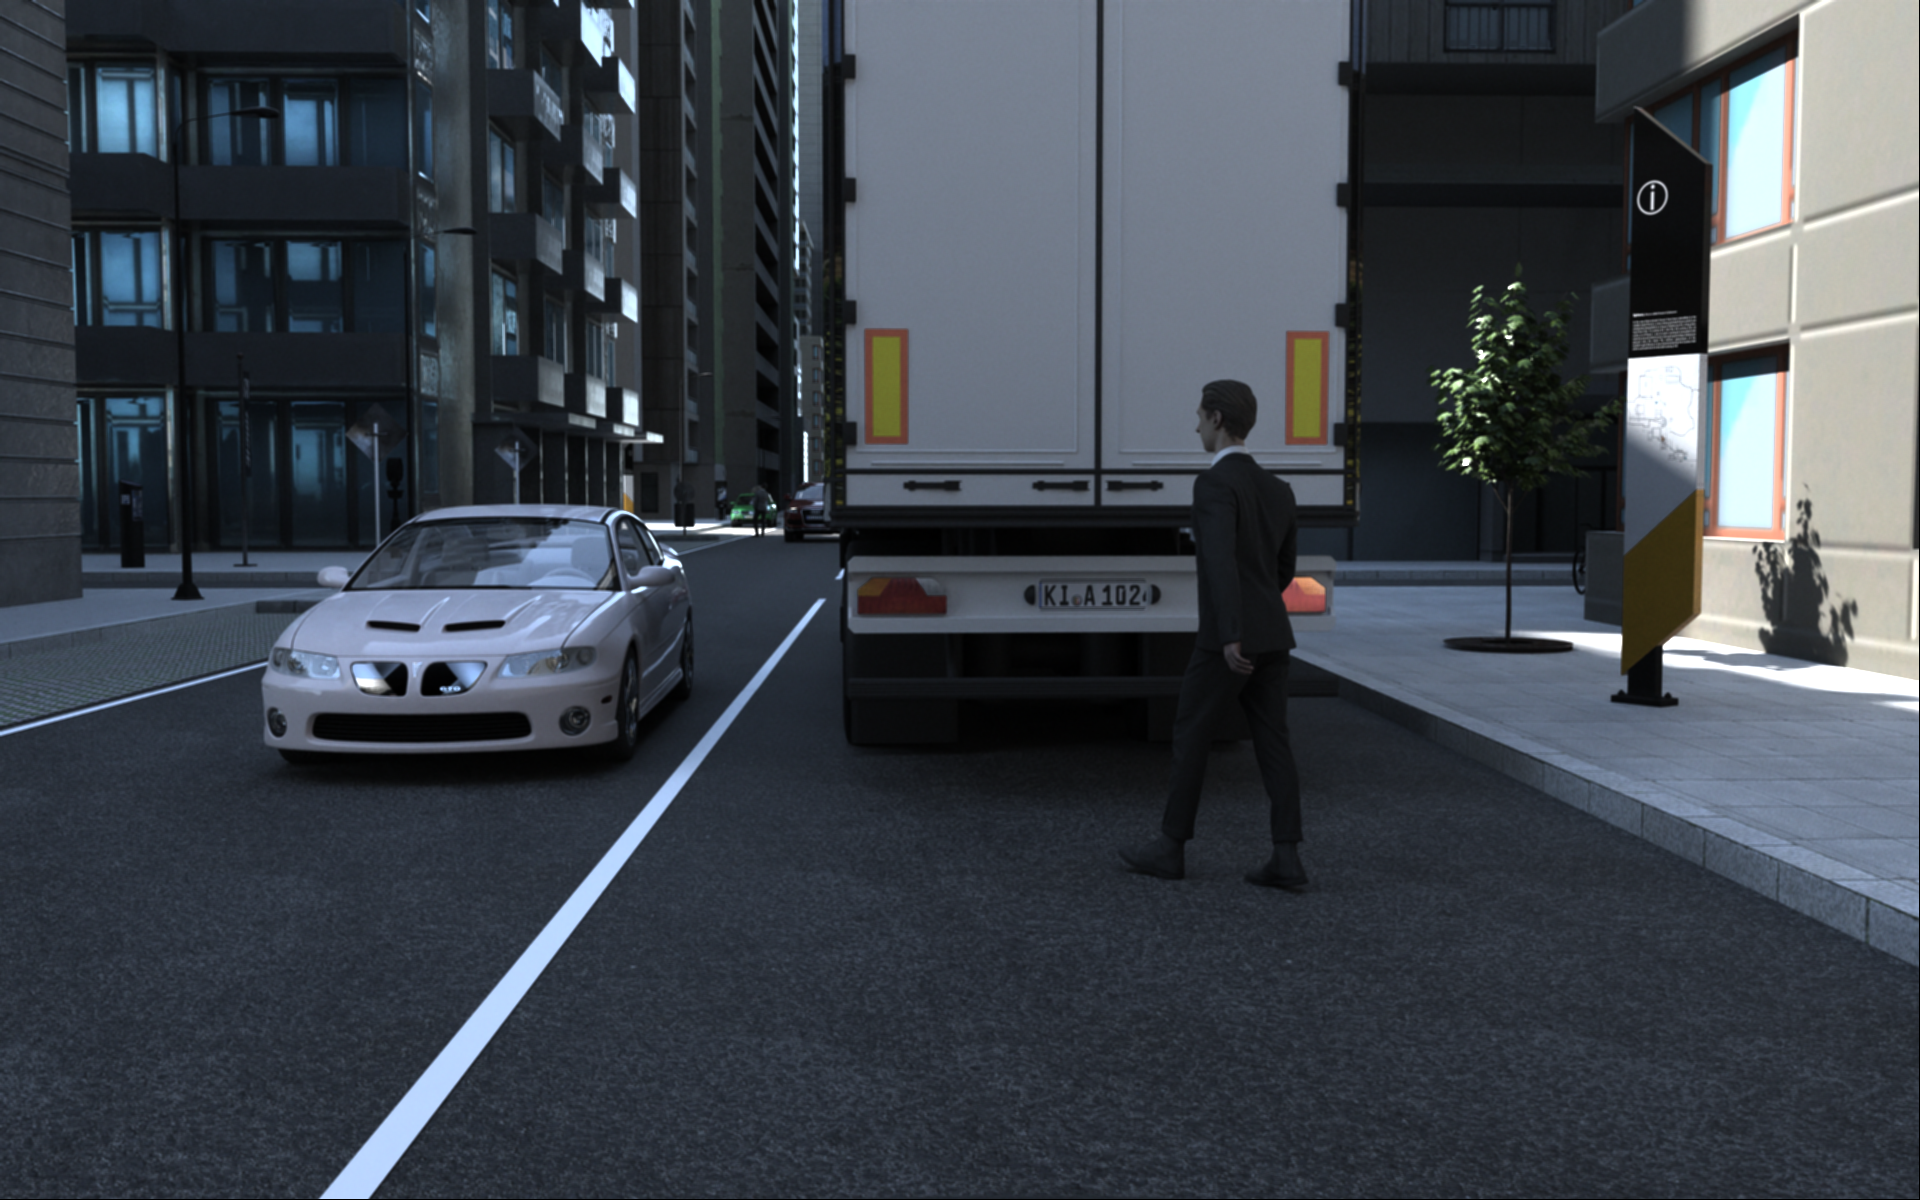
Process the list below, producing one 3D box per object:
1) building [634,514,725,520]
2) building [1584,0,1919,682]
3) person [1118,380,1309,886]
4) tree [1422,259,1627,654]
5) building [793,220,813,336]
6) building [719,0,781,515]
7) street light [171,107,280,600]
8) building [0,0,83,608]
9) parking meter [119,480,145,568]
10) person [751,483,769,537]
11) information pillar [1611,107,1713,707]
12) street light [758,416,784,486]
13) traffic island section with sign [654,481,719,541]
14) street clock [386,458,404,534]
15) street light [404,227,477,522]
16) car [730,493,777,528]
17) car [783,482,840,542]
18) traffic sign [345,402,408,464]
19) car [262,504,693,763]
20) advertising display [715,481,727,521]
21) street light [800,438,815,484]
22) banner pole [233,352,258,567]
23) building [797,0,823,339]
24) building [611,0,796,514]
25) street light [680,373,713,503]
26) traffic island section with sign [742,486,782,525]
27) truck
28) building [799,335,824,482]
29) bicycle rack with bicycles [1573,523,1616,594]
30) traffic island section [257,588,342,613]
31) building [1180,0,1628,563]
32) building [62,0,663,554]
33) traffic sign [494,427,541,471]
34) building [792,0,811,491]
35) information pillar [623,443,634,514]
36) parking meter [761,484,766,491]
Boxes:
[{"bbox_3d":[-19.914,-24.768,88.547,14.154,41.232,14.086,0,4,-2],"label":"building"},{"bbox_3d":[20.646,-9.664,3.054,27.650,21.520,28.899,0,4,-2],"label":"building"},{"bbox_3d":[0.951,0.116,6.384,0.659,1.850,0.755,-3,5,-43],"label":"person"},{"bbox_3d":[4.699,-1.207,14.342,1.663,3.219,1.824,0,3,0],"label":"tree"},{"bbox_3d":[-32.314,-32.862,229.174,32.217,40.220,23.993,0,4,-2],"label":"building"},{"bbox_3d":[-23.462,-30.037,114.799,21.300,48.544,21.600,0,4,-2],"label":"building"},{"bbox_3d":[-8.863,-2.959,20.922,1.470,5.913,1.316,0,4,-2],"label":"street light"},{"bbox_3d":[-22.198,-10.565,14.540,24.055,21.916,13.314,0,4,-2],"label":"building"},{"bbox_3d":[-14.447,-1.333,30.213,0.372,1.533,0.369,0,3,0],"label":"parking meter"},{"bbox_3d":[-6.705,-3.024,58.130,0.592,1.802,0.473,-1,4,-15],"label":"person"},{"bbox_3d":[4.237,-1.166,10.424,0.183,3.616,0.504,-3,4,-36],"label":"information pillar"},{"bbox_3d":[-11.516,-8.187,106.397,1.470,5.913,1.316,0,4,-2],"label":"street light"},{"bbox_3d":[-8.417,-2.713,52.992,1.989,1.847,2.006,0,4,-2],"label":"traffic island section with sign"},{"bbox_3d":[-11.291,-1.839,34.640,0.358,2.002,0.471,0,4,-5],"label":"street clock"},{"bbox_3d":[-9.103,-3.531,30.275,1.470,5.913,1.316,0,4,-2],"label":"street light"},{"bbox_3d":[-8.858,-4.025,74.603,1.959,1.807,4.718,0,4,-3],"label":"car"},{"bbox_3d":[-4.258,-2.744,53.538,2.281,1.827,5.304,0,4,0],"label":"car"},{"bbox_3d":[-7.429,-1.215,22.050,0.795,2.593,0.064,0,4,-2],"label":"traffic sign"},{"bbox_3d":[-2.752,0.098,10.761,2.083,1.381,4.827,0,4,-3],"label":"car"},{"bbox_3d":[-11.631,-4.838,84.316,0.123,1.923,0.974,1,4,21],"label":"advertising display"},{"bbox_3d":[-12.622,-10.421,142.926,1.470,5.913,1.316,0,4,-2],"label":"street light"},{"bbox_3d":[-12.748,-2.502,30.920,0.401,3.779,0.863,-1,4,-9],"label":"banner pole"},{"bbox_3d":[-27.241,-49.698,250.812,20.563,71.187,20.611,0,4,-2],"label":"building"},{"bbox_3d":[-20.313,-27.551,134.054,14.154,41.232,14.086,0,4,-2],"label":"building"},{"bbox_3d":[-10.195,-5.765,66.804,1.470,5.913,1.316,0,4,-2],"label":"street light"},{"bbox_3d":[-9.273,-4.361,79.934,1.989,1.847,2.006,0,4,-2],"label":"traffic island section with sign"},{"bbox_3d":[0.285,-1.490,13.279,2.839,4.237,11.283,0,4,-3],"label":"truck"},{"bbox_3d":[-29.435,-21.920,203.425,27.650,21.520,28.899,0,4,-2],"label":"building"},{"bbox_3d":[8.832,-0.455,20.816,2.852,0.926,2.925,0,4,8],"label":"bicycle rack with bicycles"},{"bbox_3d":[-7.452,0.010,22.117,2.009,0.180,2.903,0,4,-2],"label":"traffic island section"},{"bbox_3d":[16.690,-27.705,42.222,27.495,52.752,28.713,0,4,-2],"label":"building"},{"bbox_3d":[-21.764,-26.270,49.121,23.786,49.044,30.456,0,4,-2],"label":"building"},{"bbox_3d":[-7.679,-1.703,30.032,0.795,2.593,0.064,0,4,-2],"label":"traffic sign"},{"bbox_3d":[-24.550,-51.565,155.758,22.319,86.520,31.000,0,4,-2],"label":"building"},{"bbox_3d":[-14.503,-5.166,75.818,0.183,3.616,0.504,3,5,40],"label":"information pillar"},{"bbox_3d":[-11.385,-5.798,100.513,0.255,1.863,0.399,0,4,3],"label":"parking meter"}]
